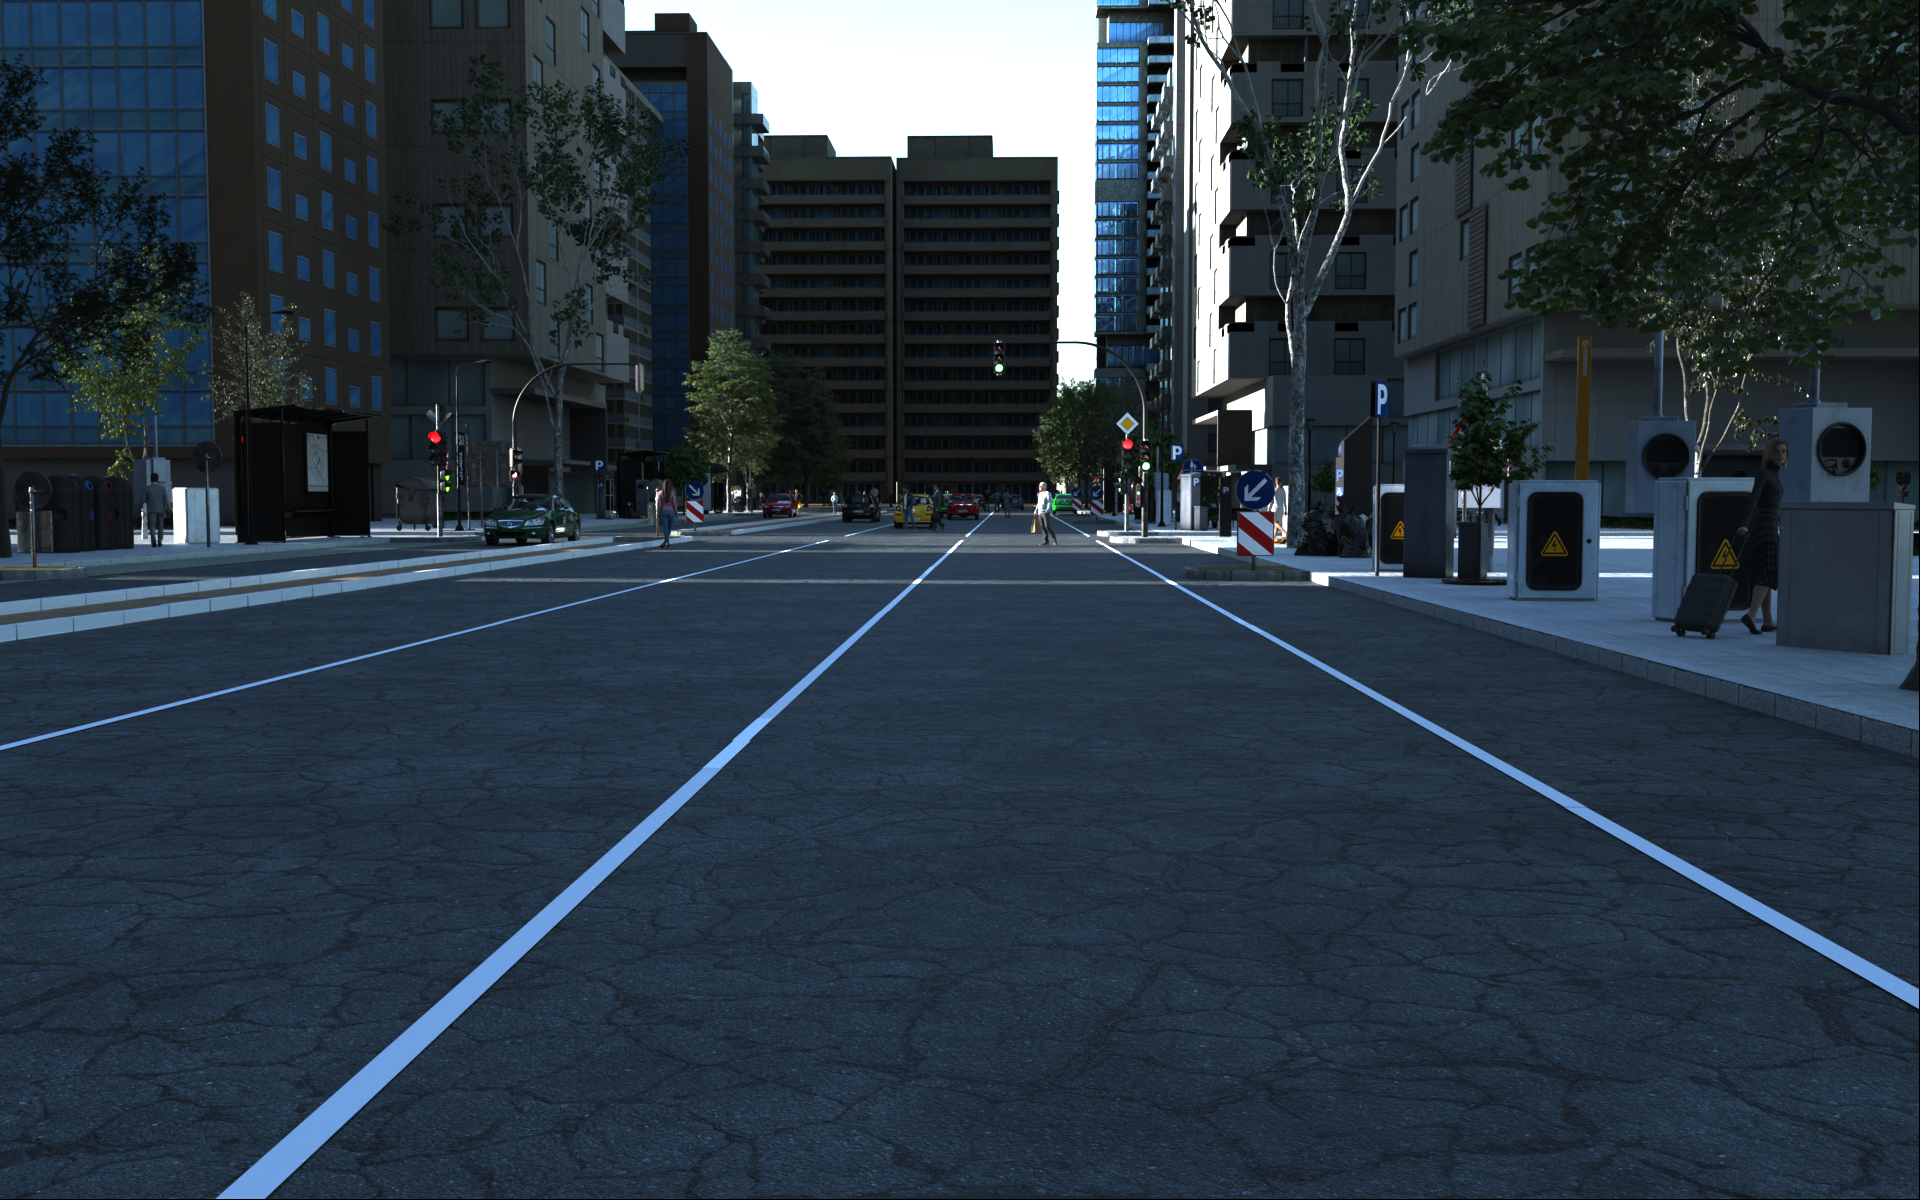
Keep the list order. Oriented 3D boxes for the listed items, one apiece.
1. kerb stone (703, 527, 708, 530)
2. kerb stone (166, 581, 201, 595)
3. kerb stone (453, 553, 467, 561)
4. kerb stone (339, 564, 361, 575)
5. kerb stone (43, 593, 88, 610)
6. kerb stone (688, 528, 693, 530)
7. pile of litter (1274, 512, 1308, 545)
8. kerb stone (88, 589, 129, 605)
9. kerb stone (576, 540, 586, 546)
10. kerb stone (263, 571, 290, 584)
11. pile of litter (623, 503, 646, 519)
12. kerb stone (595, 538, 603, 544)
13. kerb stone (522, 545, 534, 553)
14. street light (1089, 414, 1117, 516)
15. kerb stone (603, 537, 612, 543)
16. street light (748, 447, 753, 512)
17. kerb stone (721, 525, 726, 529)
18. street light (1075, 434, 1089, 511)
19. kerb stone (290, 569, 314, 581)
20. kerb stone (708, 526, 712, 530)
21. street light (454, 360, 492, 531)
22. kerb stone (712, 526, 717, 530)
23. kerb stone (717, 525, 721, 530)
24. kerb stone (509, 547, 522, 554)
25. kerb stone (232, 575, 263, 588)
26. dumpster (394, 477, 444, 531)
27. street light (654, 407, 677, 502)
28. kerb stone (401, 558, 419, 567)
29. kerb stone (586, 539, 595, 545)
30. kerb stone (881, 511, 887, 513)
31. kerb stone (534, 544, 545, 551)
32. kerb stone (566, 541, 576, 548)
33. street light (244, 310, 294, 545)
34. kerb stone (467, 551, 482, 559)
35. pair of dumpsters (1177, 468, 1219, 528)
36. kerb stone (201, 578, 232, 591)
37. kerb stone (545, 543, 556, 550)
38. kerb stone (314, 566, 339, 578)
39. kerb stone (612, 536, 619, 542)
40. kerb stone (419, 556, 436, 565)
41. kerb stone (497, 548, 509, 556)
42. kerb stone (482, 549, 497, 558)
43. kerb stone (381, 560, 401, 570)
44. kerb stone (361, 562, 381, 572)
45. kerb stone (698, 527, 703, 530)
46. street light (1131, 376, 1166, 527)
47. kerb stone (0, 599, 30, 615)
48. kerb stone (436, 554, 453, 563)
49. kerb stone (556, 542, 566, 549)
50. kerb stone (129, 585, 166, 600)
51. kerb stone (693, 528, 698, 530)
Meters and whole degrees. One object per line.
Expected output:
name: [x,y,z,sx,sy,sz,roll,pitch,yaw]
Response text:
kerb stone: [-9.896,-2.696,66.287,0.120,0.150,1.000,0,4,2]
kerb stone: [-11.181,-0.151,24.747,0.120,0.150,1.000,0,4,2]
kerb stone: [-10.805,-0.905,37.035,0.120,0.150,1.000,0,4,2]
kerb stone: [-10.988,-0.532,30.896,0.120,0.150,1.000,0,4,2]
kerb stone: [-11.265,0.032,21.665,0.120,0.150,1.000,0,4,2]
kerb stone: [-9.989,-2.509,63.213,0.120,0.150,1.000,0,4,2]
pile of litter: [8.468,-1.855,44.296,1.176,0.858,1.719,1,4,8]
kerb stone: [-11.234,-0.030,22.687,0.120,0.150,1.000,0,4,2]
kerb stone: [-10.482,-1.536,47.305,0.120,0.150,1.000,0,4,2]
kerb stone: [-11.074,-0.340,27.811,0.120,0.150,1.000,0,4,2]
pile of litter: [-16.919,-4.654,90.056,1.176,0.858,1.719,-1,4,-17]
kerb stone: [-10.419,-1.662,49.364,0.120,0.150,1.000,0,4,2]
kerb stone: [-10.635,-1.222,42.178,0.120,0.150,1.000,0,4,2]
street light: [8.462,-7.856,100.983,1.470,5.913,1.316,0,4,2]
kerb stone: [-10.385,-1.724,50.390,0.120,0.150,1.000,0,4,2]
street light: [-14.774,-9.423,126.605,1.470,5.913,1.316,0,4,2]
kerb stone: [-9.772,-2.947,70.374,0.120,0.150,1.000,0,4,2]
street light: [9.557,-9.866,133.843,1.470,5.913,1.316,0,4,2]
kerb stone: [-11.060,-0.406,28.840,0.120,0.150,1.000,0,4,2]
kerb stone: [-9.865,-2.759,67.309,0.120,0.150,1.000,0,4,2]
street light: [-16.879,-5.354,60.081,1.470,5.913,1.316,0,4,2]
kerb stone: [-9.826,-2.822,68.331,0.120,0.150,1.000,0,4,2]
kerb stone: [-9.800,-2.884,69.352,0.120,0.150,1.000,0,4,2]
kerb stone: [-10.667,-1.151,41.149,0.120,0.150,1.000,0,4,2]
kerb stone: [-11.105,-0.281,26.789,0.120,0.150,1.000,0,4,2]
dumpster: [-19.016,-3.375,60.933,1.264,1.857,1.865,0,4,2]
street light: [-15.852,-7.364,92.943,1.470,5.913,1.316,0,4,2]
kerb stone: [-10.888,-0.714,33.965,0.120,0.150,1.000,0,4,2]
kerb stone: [-10.445,-1.599,48.332,0.120,0.150,1.000,0,4,2]
kerb stone: [-5.742,-6.766,132.818,0.120,0.150,1.000,0,4,2]
kerb stone: [-10.607,-1.284,43.206,0.120,0.150,1.000,0,4,2]
kerb stone: [-10.512,-1.473,46.274,0.120,0.150,1.000,0,4,2]
street light: [-17.459,-4.358,43.790,1.470,5.913,1.316,0,4,2]
kerb stone: [-10.768,-0.970,38.061,0.120,0.150,1.000,0,4,2]
pair of dumpsters: [9.171,-3.854,65.514,1.574,2.255,4.437,0,4,2]
kerb stone: [-11.149,-0.219,25.768,0.120,0.150,1.000,0,4,2]
kerb stone: [-10.580,-1.348,44.228,0.120,0.150,1.000,0,4,2]
kerb stone: [-11.018,-0.469,29.871,0.120,0.150,1.000,0,4,2]
kerb stone: [-10.363,-1.780,51.415,0.120,0.150,1.000,0,4,2]
kerb stone: [-10.860,-0.783,34.991,0.120,0.150,1.000,0,4,2]
kerb stone: [-10.702,-1.096,40.122,0.120,0.150,1.000,0,4,2]
kerb stone: [-10.726,-1.029,39.091,0.120,0.150,1.000,0,4,2]
kerb stone: [-10.925,-0.657,32.939,0.120,0.150,1.000,0,4,2]
kerb stone: [-10.959,-0.592,31.918,0.120,0.150,1.000,0,4,2]
kerb stone: [-9.922,-2.632,65.265,0.120,0.150,1.000,0,4,2]
street light: [7.414,-5.846,68.122,1.470,5.913,1.316,0,4,2]
kerb stone: [-11.298,0.095,20.640,0.120,0.150,1.000,0,4,2]
kerb stone: [-10.826,-0.845,36.013,0.120,0.150,1.000,0,4,2]
kerb stone: [-10.548,-1.410,45.249,0.120,0.150,1.000,0,4,2]
kerb stone: [-11.208,-0.093,23.714,0.120,0.150,1.000,0,4,2]
kerb stone: [-9.967,-2.571,64.237,0.120,0.150,1.000,0,4,2]
